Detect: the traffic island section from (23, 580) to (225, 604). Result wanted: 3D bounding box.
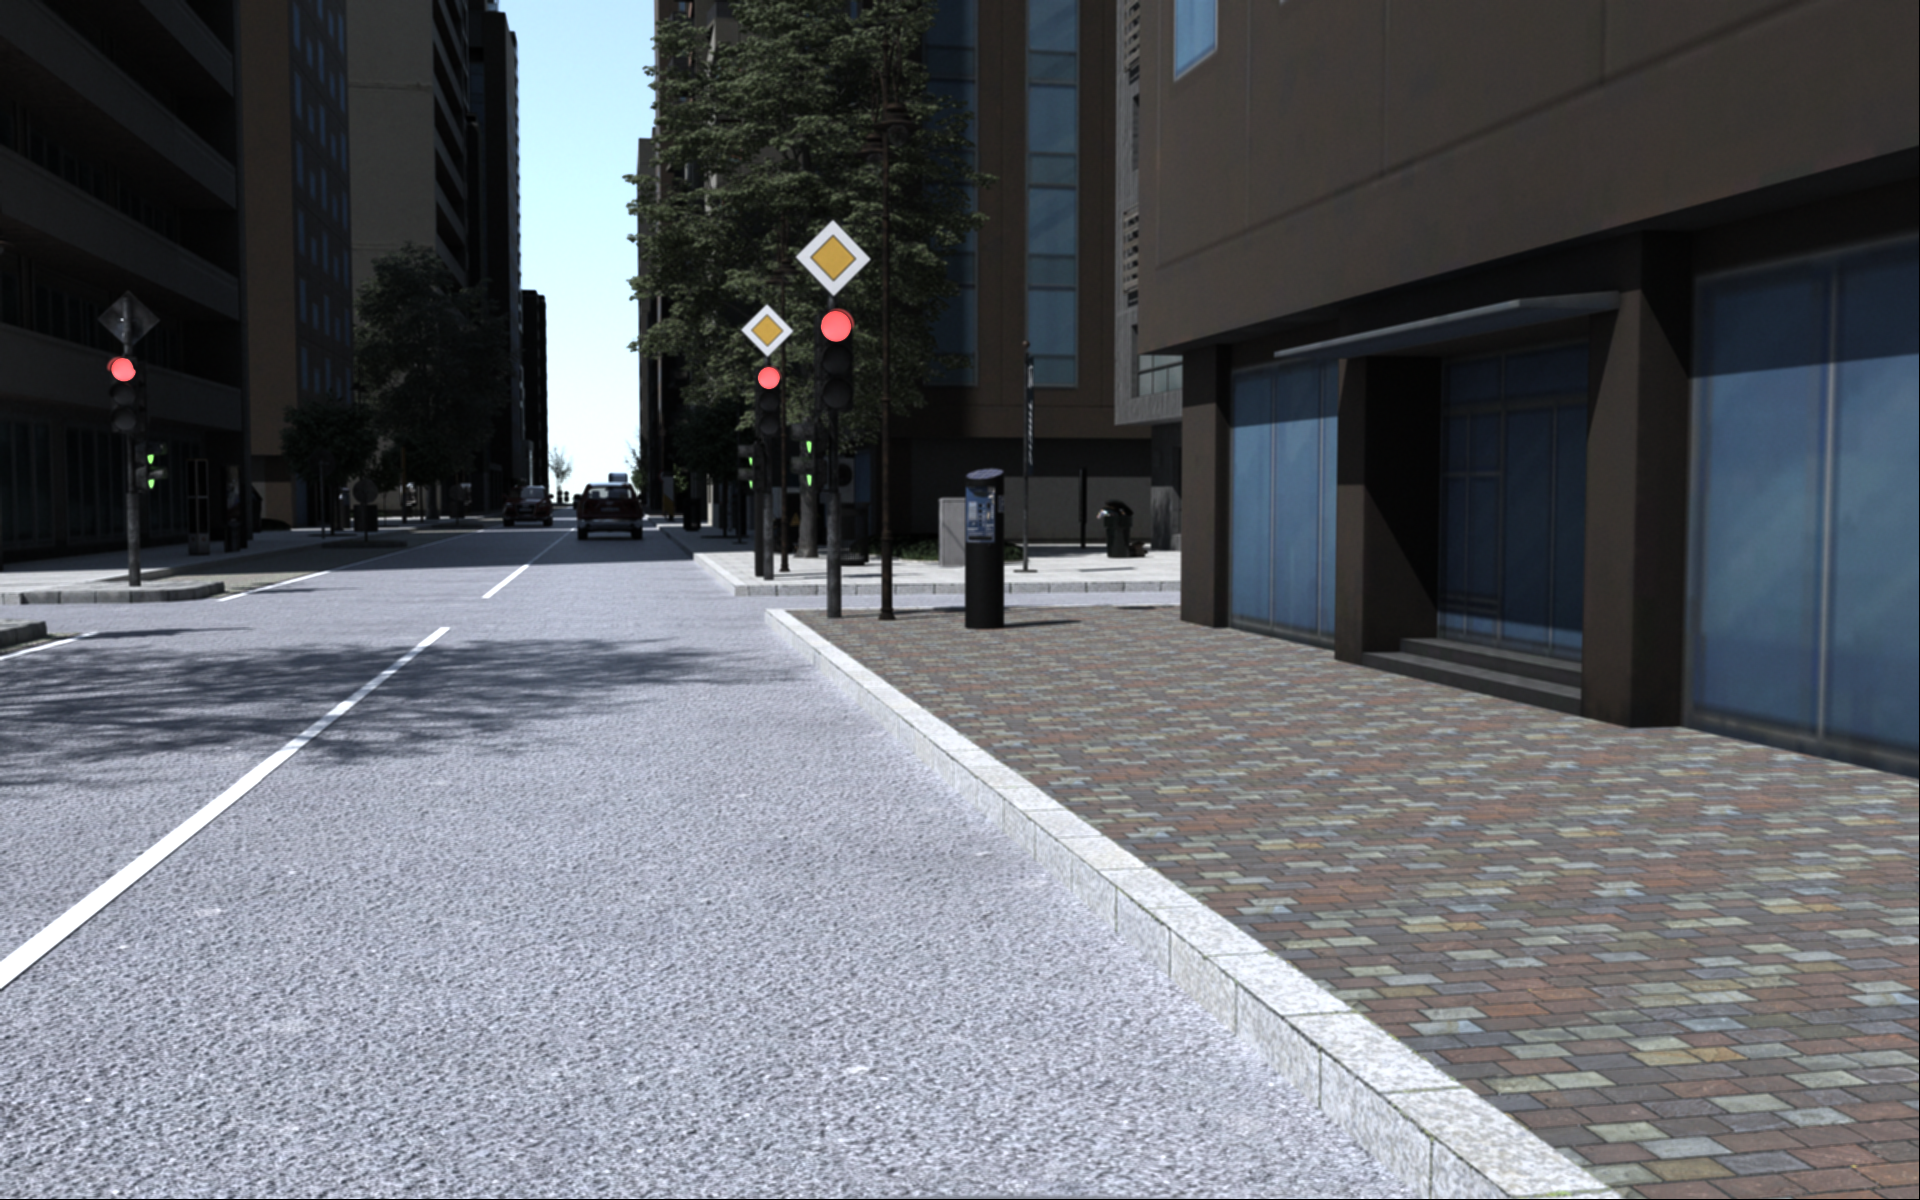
[{"bbox_3d":[-11.504,-0.112,24.110,2.009,0.180,2.903,-1,4,-11],"label":"traffic island section"}]

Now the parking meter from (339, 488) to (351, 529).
[{"bbox_3d":[-22.696,-3.393,63.887,0.372,1.533,0.369,0,3,0],"label":"parking meter"}]

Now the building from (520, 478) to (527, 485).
[{"bbox_3d":[-64.421,-30.415,189.167,32.217,40.220,23.993,-1,4,-11],"label":"building"}]

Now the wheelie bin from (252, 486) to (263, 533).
[{"bbox_3d":[-23.577,-3.035,57.530,0.693,1.594,0.980,-2,4,-35],"label":"wheelie bin"}]

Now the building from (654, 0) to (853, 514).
[{"bbox_3d":[-17.038,-29.845,138.079,14.600,45.320,14.200,-1,4,-11],"label":"building"}]

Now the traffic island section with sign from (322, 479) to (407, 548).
[{"bbox_3d":[-15.920,-2.311,46.409,1.989,1.847,2.006,-1,4,-11],"label":"traffic island section with sign"}]

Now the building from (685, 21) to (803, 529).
[{"bbox_3d":[1.847,-14.394,80.388,27.650,21.520,28.899,-1,4,-11],"label":"building"}]

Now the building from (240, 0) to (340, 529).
[{"bbox_3d":[-32.276,-25.533,67.574,14.600,45.320,14.200,-1,4,-11],"label":"building"}]

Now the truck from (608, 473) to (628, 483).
[{"bbox_3d":[-42.423,-13.759,214.725,2.967,4.110,18.799,-1,4,-11],"label":"truck"}]

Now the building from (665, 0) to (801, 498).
[{"bbox_3d":[-8.561,-28.319,117.635,22.147,44.769,28.867,-1,4,-11],"label":"building"}]

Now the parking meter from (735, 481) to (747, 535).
[{"bbox_3d":[-6.794,-2.936,53.712,0.255,1.863,0.399,-2,4,-24],"label":"parking meter"}]

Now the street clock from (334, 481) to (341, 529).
[{"bbox_3d":[-22.632,-3.564,62.837,0.471,2.002,0.358,1,4,12],"label":"street clock"}]

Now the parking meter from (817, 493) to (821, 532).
[{"bbox_3d":[-4.020,-2.413,47.861,0.372,1.533,0.369,0,3,0],"label":"parking meter"}]

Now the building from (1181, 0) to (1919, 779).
[{"bbox_3d":[9.956,-22.065,10.866,14.600,45.320,14.200,-1,4,-11],"label":"building"}]

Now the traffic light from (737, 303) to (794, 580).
[{"bbox_3d":[-2.869,-2.249,25.689,0.839,4.253,0.868,-1,4,-11],"label":"traffic light"}]

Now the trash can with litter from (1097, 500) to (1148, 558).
[{"bbox_3d":[3.306,-1.447,35.043,0.624,1.170,1.055,3,5,41],"label":"trash can with litter"}]

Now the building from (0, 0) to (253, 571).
[{"bbox_3d":[-28.242,-25.140,34.744,21.300,48.544,21.600,-1,4,-11],"label":"building"}]

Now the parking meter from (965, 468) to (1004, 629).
[{"bbox_3d":[0.236,-0.499,16.576,0.372,1.533,0.369,0,3,0],"label":"parking meter"}]

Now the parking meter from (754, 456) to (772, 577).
[{"bbox_3d":[-3.064,-1.301,26.989,0.255,1.863,0.399,-1,4,-10],"label":"parking meter"}]

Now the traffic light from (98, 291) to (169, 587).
[{"bbox_3d":[-11.462,-2.145,23.984,0.839,4.253,0.868,-1,4,-11],"label":"traffic light"}]

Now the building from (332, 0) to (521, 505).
[{"bbox_3d":[-47.866,-31.075,158.181,14.600,45.320,14.200,-1,4,-11],"label":"building"}]

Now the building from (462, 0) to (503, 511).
[{"bbox_3d":[-48.254,-42.893,139.551,20.563,71.187,20.611,-1,4,-11],"label":"building"}]

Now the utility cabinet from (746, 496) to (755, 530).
[{"bbox_3d":[-7.562,-3.142,62.532,0.306,1.237,1.020,-1,4,-23],"label":"utility cabinet"}]

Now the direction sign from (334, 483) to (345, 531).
[{"bbox_3d":[-21.708,-4.185,60.417,0.379,3.537,0.876,0,4,-3],"label":"direction sign"}]

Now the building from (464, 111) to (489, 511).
[{"bbox_3d":[-41.837,-21.572,124.396,14.160,30.474,14.107,-1,4,-11],"label":"building"}]

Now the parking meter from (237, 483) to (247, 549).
[{"bbox_3d":[-17.035,-1.985,40.870,0.372,1.533,0.369,0,3,0],"label":"parking meter"}]

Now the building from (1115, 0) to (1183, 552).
[{"bbox_3d":[11.662,-21.425,33.900,14.086,41.232,14.154,-1,4,-11],"label":"building"}]

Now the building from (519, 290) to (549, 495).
[{"bbox_3d":[-64.713,-28.662,240.323,14.160,30.474,14.107,-1,4,-11],"label":"building"}]

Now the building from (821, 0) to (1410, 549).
[{"bbox_3d":[3.038,-24.448,49.835,14.600,45.320,14.200,-1,4,-11],"label":"building"}]

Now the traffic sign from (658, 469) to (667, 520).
[{"bbox_3d":[-14.498,-5.213,85.338,0.768,2.556,0.104,-1,4,-10],"label":"traffic sign"}]

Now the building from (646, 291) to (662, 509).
[{"bbox_3d":[-14.966,-19.385,161.986,27.650,21.520,28.899,-1,4,-11],"label":"building"}]

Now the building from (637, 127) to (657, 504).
[{"bbox_3d":[-31.100,-36.870,226.531,21.300,48.544,21.600,-1,4,-11],"label":"building"}]

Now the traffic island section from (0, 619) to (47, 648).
[{"bbox_3d":[-9.958,0.367,16.276,2.009,0.180,2.903,-1,4,-11],"label":"traffic island section"}]

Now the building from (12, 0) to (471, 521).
[{"bbox_3d":[-41.976,-29.441,105.067,21.300,48.544,21.600,-1,4,-11],"label":"building"}]

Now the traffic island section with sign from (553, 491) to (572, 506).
[{"bbox_3d":[-46.878,-11.905,203.272,1.989,1.847,2.006,-1,4,-11],"label":"traffic island section with sign"}]

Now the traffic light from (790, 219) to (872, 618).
[{"bbox_3d":[-1.323,-1.770,17.855,0.839,4.253,0.868,-1,4,-11],"label":"traffic light"}]

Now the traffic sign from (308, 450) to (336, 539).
[{"bbox_3d":[-18.290,-3.032,49.681,0.768,2.556,0.104,0,4,-6],"label":"traffic sign"}]

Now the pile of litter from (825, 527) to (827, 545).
[{"bbox_3d":[-3.853,-1.820,43.721,1.719,0.858,1.176,-1,4,-15],"label":"pile of litter"}]

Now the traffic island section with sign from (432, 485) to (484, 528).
[{"bbox_3d":[-21.159,-3.938,73.007,1.989,1.847,2.006,-1,4,-11],"label":"traffic island section with sign"}]

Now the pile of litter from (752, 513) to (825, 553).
[{"bbox_3d":[-3.936,-1.487,38.277,1.176,0.858,1.719,-2,4,-30],"label":"pile of litter"}]

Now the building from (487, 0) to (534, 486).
[{"bbox_3d":[-64.880,-55.227,215.636,22.319,86.520,31.000,-1,4,-11],"label":"building"}]

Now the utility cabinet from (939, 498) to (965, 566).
[{"bbox_3d":[0.141,-1.219,31.094,1.020,1.237,0.306,-1,4,-16],"label":"utility cabinet"}]
